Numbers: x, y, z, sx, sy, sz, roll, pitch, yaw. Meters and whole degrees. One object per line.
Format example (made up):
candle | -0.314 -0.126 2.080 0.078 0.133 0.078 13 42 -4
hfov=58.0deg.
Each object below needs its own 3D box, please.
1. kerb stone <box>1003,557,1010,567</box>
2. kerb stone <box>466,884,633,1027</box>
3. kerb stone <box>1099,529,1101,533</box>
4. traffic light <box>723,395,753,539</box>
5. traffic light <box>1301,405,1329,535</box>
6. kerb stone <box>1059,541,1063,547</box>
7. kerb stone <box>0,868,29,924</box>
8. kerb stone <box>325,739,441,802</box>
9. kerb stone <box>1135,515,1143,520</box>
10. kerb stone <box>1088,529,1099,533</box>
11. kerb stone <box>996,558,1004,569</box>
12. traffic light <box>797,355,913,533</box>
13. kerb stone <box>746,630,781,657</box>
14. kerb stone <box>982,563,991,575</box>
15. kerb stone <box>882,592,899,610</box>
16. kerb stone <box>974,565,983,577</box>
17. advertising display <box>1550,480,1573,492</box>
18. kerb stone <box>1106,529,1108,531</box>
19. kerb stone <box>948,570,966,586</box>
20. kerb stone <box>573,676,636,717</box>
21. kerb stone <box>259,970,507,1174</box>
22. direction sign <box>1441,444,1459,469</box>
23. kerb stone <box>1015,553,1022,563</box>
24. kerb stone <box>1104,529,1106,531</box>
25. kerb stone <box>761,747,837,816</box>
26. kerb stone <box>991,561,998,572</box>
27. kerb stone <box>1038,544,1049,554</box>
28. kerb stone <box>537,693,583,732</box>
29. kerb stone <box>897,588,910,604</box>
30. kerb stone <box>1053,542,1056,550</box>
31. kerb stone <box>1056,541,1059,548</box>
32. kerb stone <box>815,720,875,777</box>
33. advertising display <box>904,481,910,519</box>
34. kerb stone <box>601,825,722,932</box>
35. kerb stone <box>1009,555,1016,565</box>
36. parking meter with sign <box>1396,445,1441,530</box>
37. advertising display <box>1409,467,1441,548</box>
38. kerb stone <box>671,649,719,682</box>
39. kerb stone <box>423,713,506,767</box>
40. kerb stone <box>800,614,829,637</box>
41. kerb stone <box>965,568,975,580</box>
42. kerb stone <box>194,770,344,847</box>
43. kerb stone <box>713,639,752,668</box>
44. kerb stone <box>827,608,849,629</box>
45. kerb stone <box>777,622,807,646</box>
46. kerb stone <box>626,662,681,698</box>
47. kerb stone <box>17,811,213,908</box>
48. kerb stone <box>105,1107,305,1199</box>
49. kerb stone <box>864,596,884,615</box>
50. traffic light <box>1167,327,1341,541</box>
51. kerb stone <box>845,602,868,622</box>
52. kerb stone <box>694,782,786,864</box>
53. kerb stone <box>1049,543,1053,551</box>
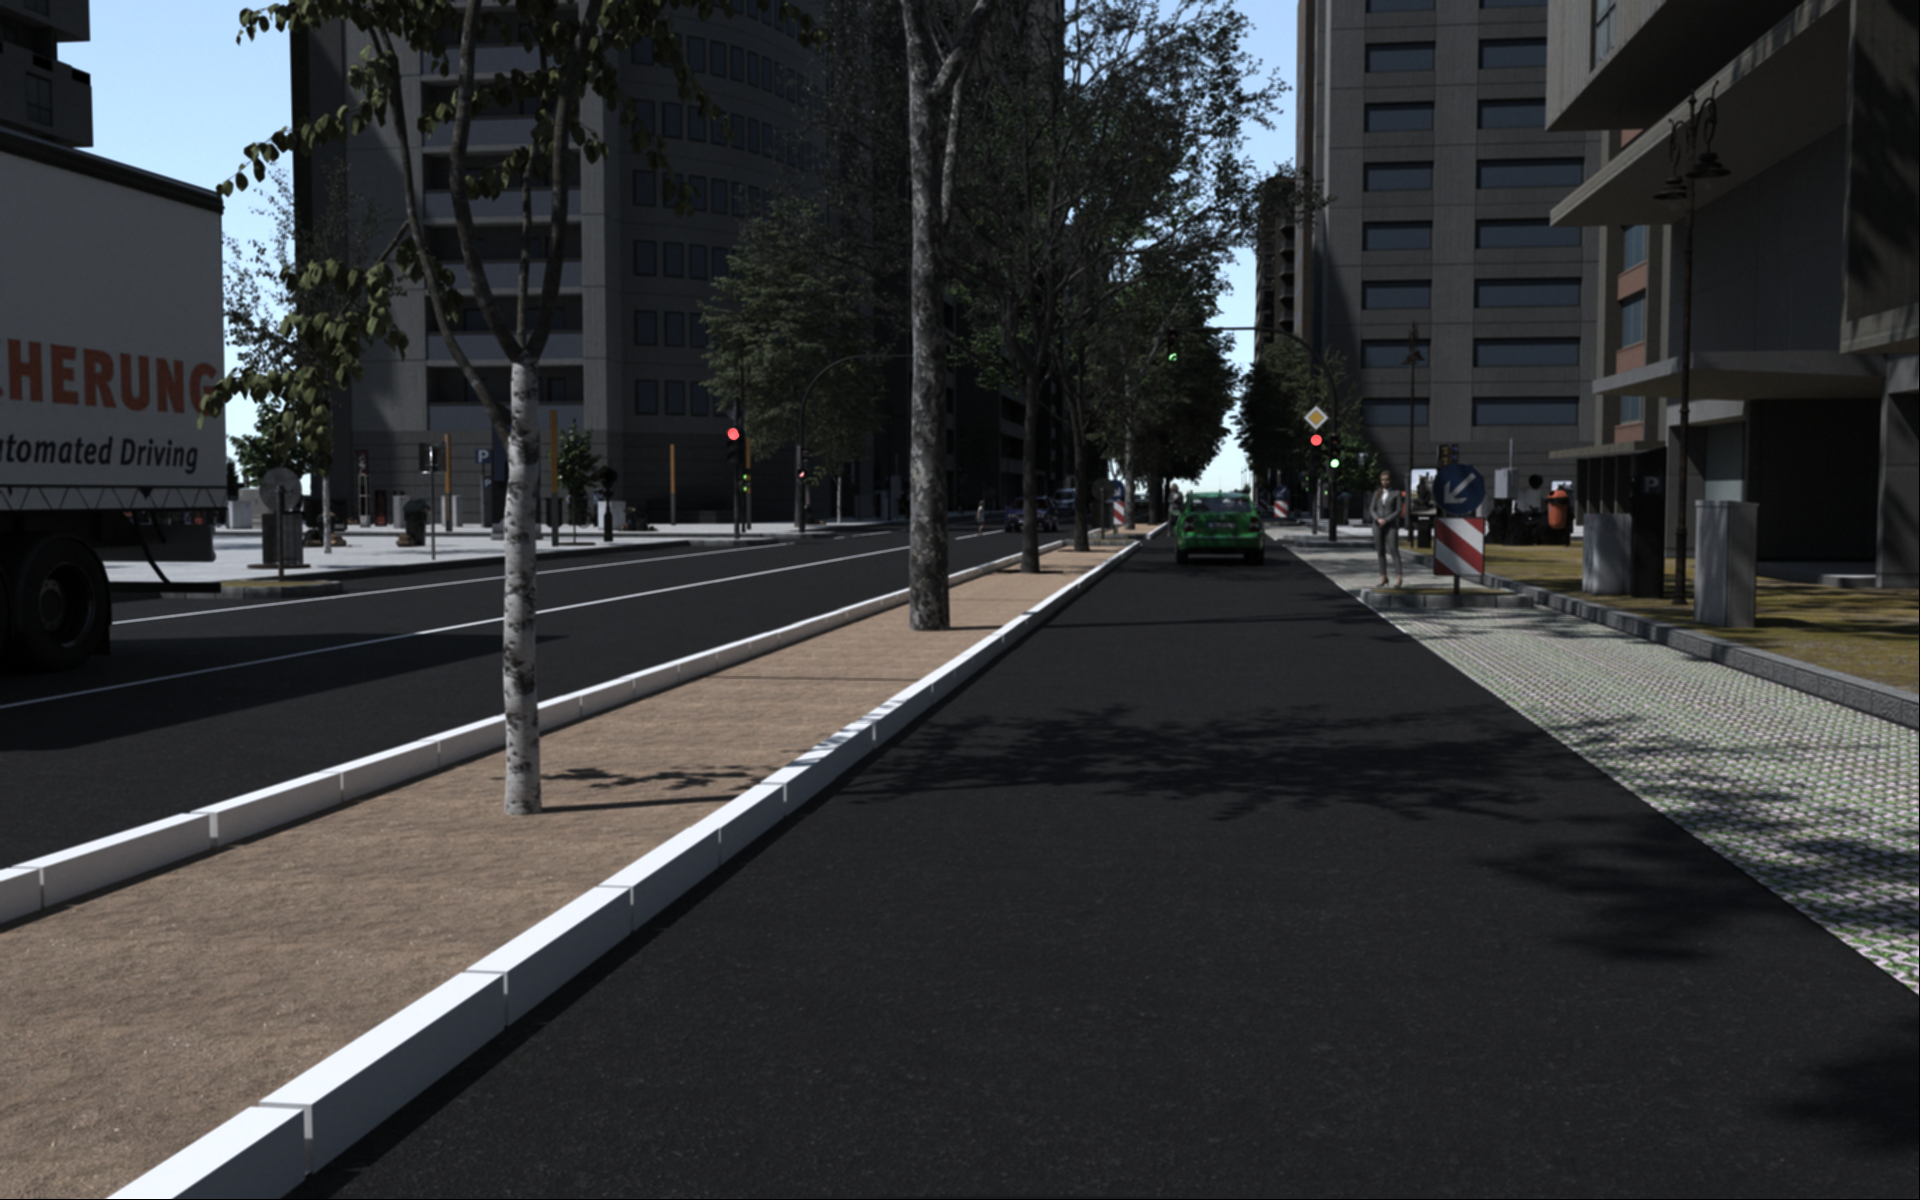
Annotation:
kerb stone | 0.821 -0.714 33.872 0.120 0.150 1.000 1 4 8
kerb stone | -1.204 1.042 5.157 0.120 0.150 1.000 1 4 8
kerb stone | 4.834 -2.420 61.760 0.120 0.150 1.000 1 4 8
traffic light | -6.346 -3.693 49.295 0.839 4.253 0.868 1 4 8
traffic light | 11.238 -4.033 54.853 0.839 4.253 0.868 1 4 8
kerb stone | 2.569 -1.459 46.048 0.120 0.150 1.000 1 4 8
kerb stone | -3.280 1.025 5.444 0.120 0.150 1.000 1 4 8
kerb stone | -2.837 0.839 8.503 0.120 0.150 1.000 1 4 8
kerb stone | 10.251 -4.719 99.348 0.120 0.150 1.000 1 4 8
kerb stone | 4.687 -2.357 60.740 0.120 0.150 1.000 1 4 8
kerb stone | 0.674 -0.647 32.861 0.120 0.150 1.000 1 4 8
traffic light | -3.124 -5.032 56.935 4.771 5.953 1.251 1 4 8
kerb stone | -1.815 0.407 15.599 0.120 0.150 1.000 1 4 8
kerb stone | 0.384 -0.527 30.828 0.120 0.150 1.000 1 4 8
kerb stone | -0.939 0.031 21.690 0.120 0.150 1.000 1 4 8
kerb stone | 0.229 -0.463 29.807 0.120 0.150 1.000 1 4 8
advertising display | 27.148 -4.461 78.157 0.974 1.923 0.123 2 4 33
kerb stone | 5.427 -2.668 65.819 0.120 0.150 1.000 1 4 8
kerb stone | -0.066 -0.337 27.776 0.120 0.150 1.000 1 4 8
kerb stone | -2.400 0.654 11.550 0.120 0.150 1.000 1 4 8
kerb stone | -1.350 1.104 4.145 0.120 0.150 1.000 1 4 8
direction sign | 22.283 -5.313 78.858 0.379 3.537 0.876 -3 5 -41
kerb stone | 1.111 -0.839 35.905 0.120 0.150 1.000 1 4 8
kerb stone | 5.279 -2.600 64.797 0.120 0.150 1.000 1 4 8
kerb stone | -0.759 0.856 8.199 0.120 0.150 1.000 1 4 8
kerb stone | 0.527 -0.590 31.849 0.120 0.150 1.000 1 4 8
kerb stone | 1.989 -1.210 41.979 0.120 0.150 1.000 1 4 8
kerb stone | -2.547 0.714 10.537 0.120 0.150 1.000 1 4 8
kerb stone | -0.789 -0.031 22.701 0.120 0.150 1.000 1 4 8
kerb stone | 2.282 -1.334 44.016 0.120 0.150 1.000 1 4 8
kerb stone | 2.416 -1.389 45.030 0.120 0.150 1.000 1 4 8
kerb stone | -0.620 0.794 9.212 0.120 0.150 1.000 1 4 8
advertising display | -2.581 -5.070 88.112 0.123 1.923 0.974 2 4 24
kerb stone | -1.057 0.980 6.169 0.120 0.150 1.000 1 4 8
kerb stone | 0.956 -0.776 34.885 0.120 0.150 1.000 1 4 8
parking meter with sign | 16.197 -4.002 61.689 1.738 3.016 0.543 1 4 12
advertising display | 10.998 -2.187 40.968 0.123 1.923 0.974 -2 4 -27
kerb stone | -2.108 0.527 13.575 0.120 0.150 1.000 1 4 8
kerb stone | -2.696 0.776 9.515 0.120 0.150 1.000 1 4 8
kerb stone | -1.529 0.283 17.624 0.120 0.150 1.000 1 4 8
kerb stone | 0.083 -0.404 28.796 0.120 0.150 1.000 1 4 8
kerb stone | -2.979 0.900 7.482 0.120 0.150 1.000 1 4 8
kerb stone | -1.962 0.466 14.587 0.120 0.150 1.000 1 4 8
kerb stone | -1.383 0.224 18.637 0.120 0.150 1.000 1 4 8
kerb stone | -1.669 0.348 16.611 0.120 0.150 1.000 1 4 8
kerb stone | -2.254 0.589 12.564 0.120 0.150 1.000 1 4 8
kerb stone | -3.137 0.963 6.456 0.120 0.150 1.000 1 4 8
kerb stone | -1.498 1.166 3.129 0.120 0.150 1.000 1 4 8
kerb stone | -1.091 0.093 20.672 0.120 0.150 1.000 1 4 8
traffic light | 8.015 -4.430 47.106 4.771 5.953 1.251 1 4 8
kerb stone | -1.235 0.155 19.655 0.120 0.150 1.000 1 4 8
kerb stone | -0.911 0.923 7.181 0.120 0.150 1.000 1 4 8
kerb stone | 2.134 -1.273 43.004 0.120 0.150 1.000 1 4 8
